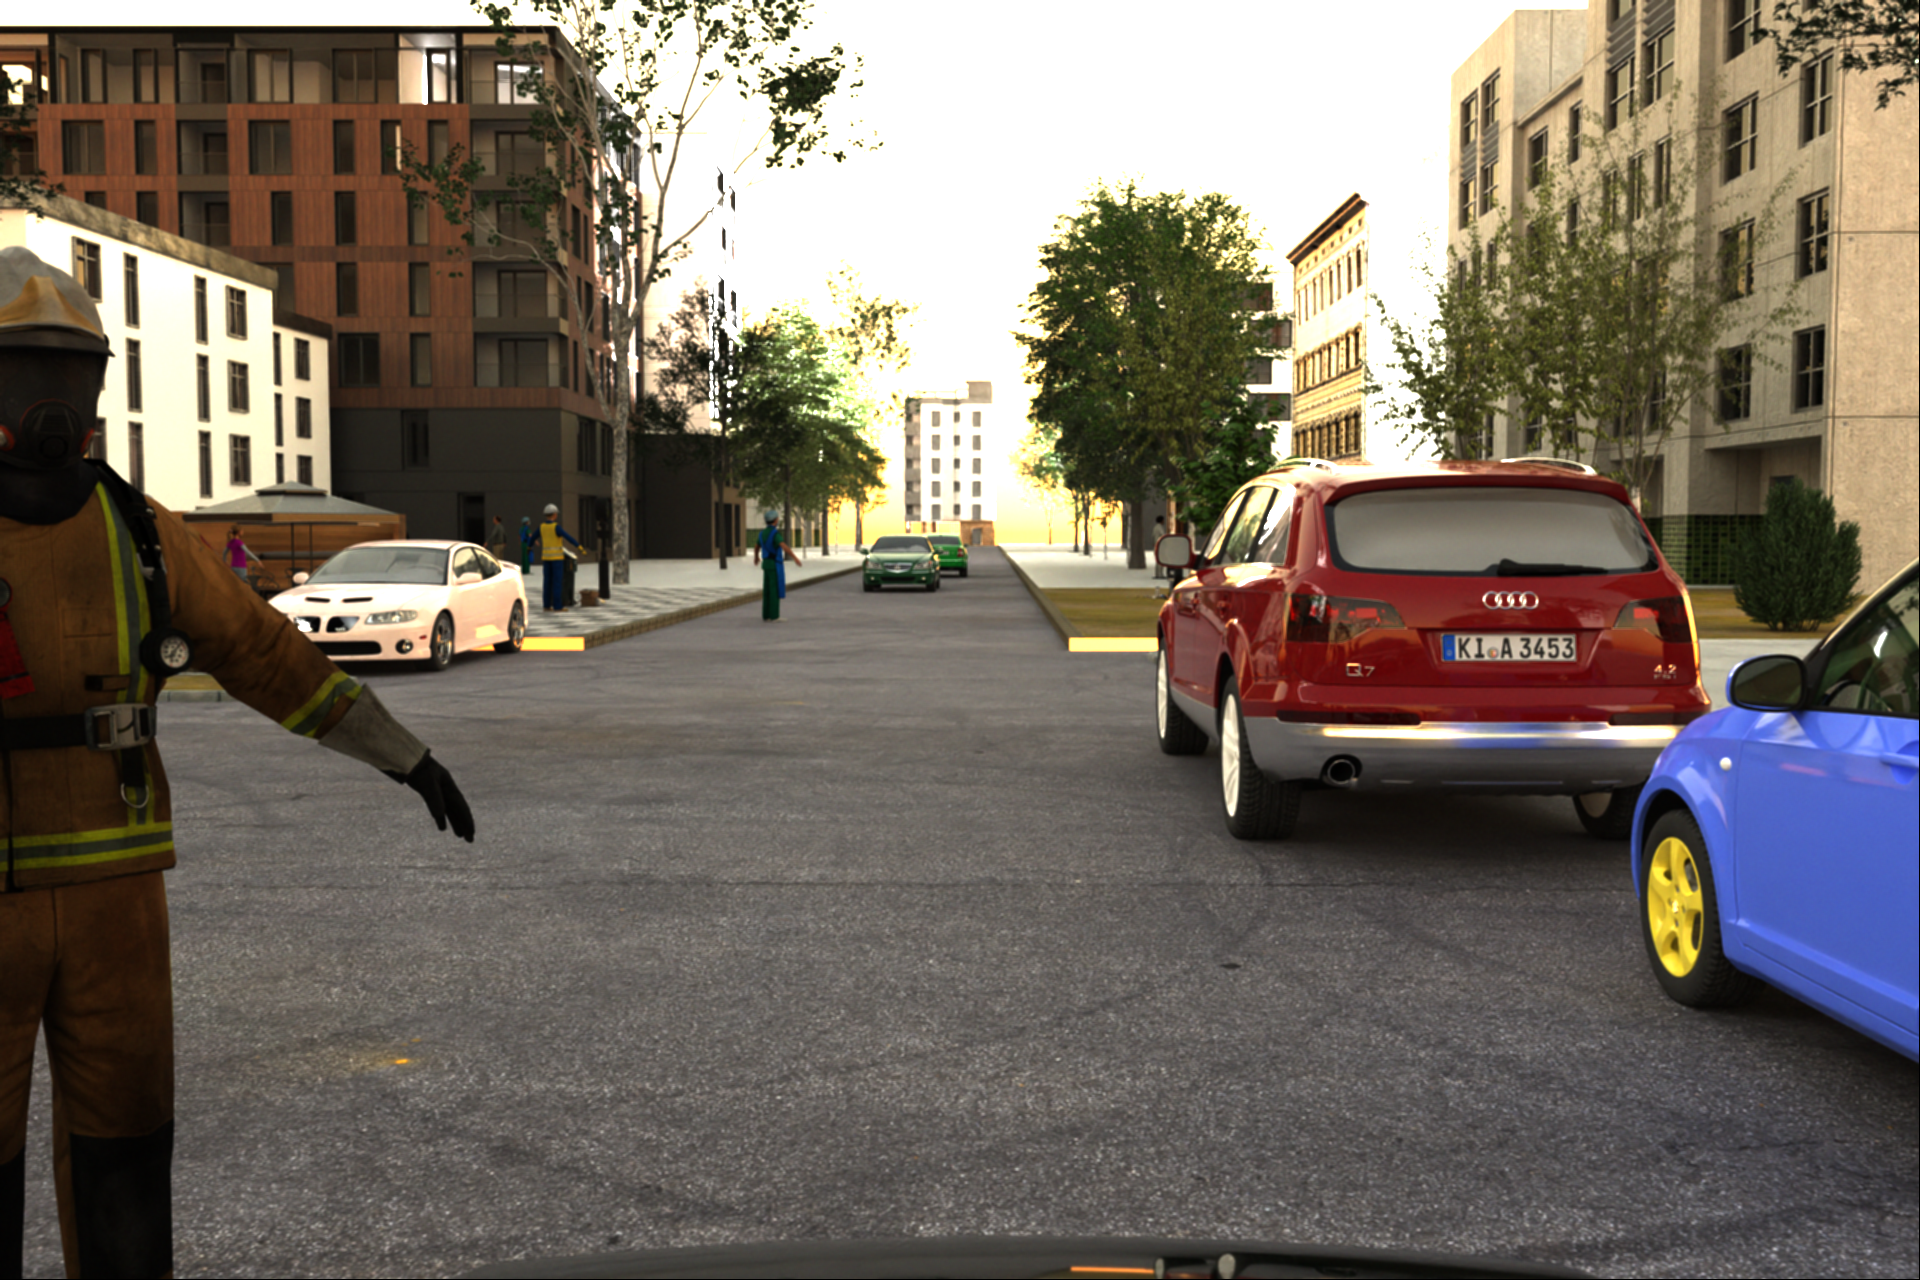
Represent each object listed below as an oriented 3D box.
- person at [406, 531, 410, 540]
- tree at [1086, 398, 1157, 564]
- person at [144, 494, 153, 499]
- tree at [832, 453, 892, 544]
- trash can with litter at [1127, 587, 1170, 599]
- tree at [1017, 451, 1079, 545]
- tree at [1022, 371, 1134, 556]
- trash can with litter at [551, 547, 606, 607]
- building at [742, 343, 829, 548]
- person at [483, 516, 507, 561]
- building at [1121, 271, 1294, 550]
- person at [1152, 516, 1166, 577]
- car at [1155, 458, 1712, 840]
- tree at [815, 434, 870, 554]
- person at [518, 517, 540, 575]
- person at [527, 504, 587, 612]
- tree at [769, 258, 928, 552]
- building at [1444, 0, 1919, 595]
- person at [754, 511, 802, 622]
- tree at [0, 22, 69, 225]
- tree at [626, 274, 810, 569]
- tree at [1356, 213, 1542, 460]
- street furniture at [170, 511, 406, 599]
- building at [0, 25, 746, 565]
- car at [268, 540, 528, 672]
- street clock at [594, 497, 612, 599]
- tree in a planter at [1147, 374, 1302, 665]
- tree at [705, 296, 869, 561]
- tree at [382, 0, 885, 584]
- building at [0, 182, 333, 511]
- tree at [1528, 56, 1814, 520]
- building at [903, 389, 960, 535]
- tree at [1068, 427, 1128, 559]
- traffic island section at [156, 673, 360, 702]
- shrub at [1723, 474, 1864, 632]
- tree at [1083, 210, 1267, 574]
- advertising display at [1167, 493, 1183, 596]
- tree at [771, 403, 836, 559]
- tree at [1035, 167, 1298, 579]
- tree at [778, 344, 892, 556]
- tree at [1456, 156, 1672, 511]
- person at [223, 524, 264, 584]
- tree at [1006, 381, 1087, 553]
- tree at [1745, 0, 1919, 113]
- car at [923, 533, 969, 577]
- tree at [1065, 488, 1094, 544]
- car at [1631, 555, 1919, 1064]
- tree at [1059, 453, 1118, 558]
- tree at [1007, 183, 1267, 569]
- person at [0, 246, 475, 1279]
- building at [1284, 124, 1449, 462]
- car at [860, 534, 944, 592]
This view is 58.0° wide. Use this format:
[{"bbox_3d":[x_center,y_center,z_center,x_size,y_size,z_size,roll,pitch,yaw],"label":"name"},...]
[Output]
[{"bbox_3d":[-17.962,-3.026,55.407,0.705,1.837,1.347,1,4,17],"label":"person"},{"bbox_3d":[7.134,-7.505,73.064,4.737,8.622,4.395,0,3,0],"label":"tree"},{"bbox_3d":[-11.417,-1.127,24.279,0.705,1.847,1.347,0,4,7],"label":"person"},{"bbox_3d":[-12.331,-17.610,213.678,9.928,11.665,9.643,0,3,0],"label":"tree"},{"bbox_3d":[4.196,-1.407,34.066,1.678,1.210,2.233,0,4,0],"label":"trash can with litter"},{"bbox_3d":[10.903,-17.472,211.415,9.928,11.665,9.643,0,3,0],"label":"tree"},{"bbox_3d":[7.579,-10.893,103.862,9.928,11.665,9.643,0,3,0],"label":"tree"},{"bbox_3d":[-6.832,-1.183,30.721,1.055,1.170,0.624,0,4,2],"label":"trash can with litter"},{"bbox_3d":[-23.161,-18.756,173.118,16.747,18.905,31.486,0,4,2],"label":"building"},{"bbox_3d":[-13.117,-2.618,49.080,0.705,1.796,1.348,1,4,10],"label":"person"},{"bbox_3d":[27.899,-18.784,151.087,27.936,21.610,32.646,0,4,1],"label":"building"},{"bbox_3d":[5.779,-2.666,49.781,0.705,1.806,1.347,-1,4,-16],"label":"person"},{"bbox_3d":[2.293,-0.060,9.654,2.281,1.827,5.304,0,4,1],"label":"car"},{"bbox_3d":[-8.047,-9.848,111.385,4.360,8.622,3.978,0,3,0],"label":"tree"},{"bbox_3d":[-13.609,-2.957,54.470,0.704,1.817,1.347,-3,4,-39],"label":"person"},{"bbox_3d":[-6.700,-1.359,28.691,1.216,1.772,0.721,2,4,26],"label":"person"},{"bbox_3d":[-8.290,-16.271,121.912,12.611,20.169,13.585,0,3,0],"label":"tree"},{"bbox_3d":[26.833,-11.301,51.225,16.747,18.905,31.486,0,4,1],"label":"building"},{"bbox_3d":[-3.046,-1.209,28.346,0.704,1.817,1.347,-3,4,-38],"label":"person"},{"bbox_3d":[-12.619,-5.006,16.263,8.767,10.594,7.601,0,4,-7],"label":"tree"},{"bbox_3d":[-8.979,-7.873,63.142,7.601,10.594,8.767,-3,4,-38],"label":"tree"},{"bbox_3d":[11.226,-5.427,39.093,4.737,8.622,4.395,0,3,0],"label":"tree"},{"bbox_3d":[-15.685,-1.887,37.702,11.010,1.723,9.812,-1,4,-13],"label":"street furniture"},{"bbox_3d":[-26.667,-14.819,86.271,27.936,21.610,32.646,0,3,0],"label":"building"},{"bbox_3d":[-6.276,-0.441,19.580,2.083,1.381,4.827,0,4,1],"label":"car"},{"bbox_3d":[-7.019,-1.807,34.109,0.358,2.002,0.471,0,4,0],"label":"street clock"},{"bbox_3d":[3.134,-1.356,19.389,1.991,3.239,1.994,0,3,0],"label":"tree in a planter"},{"bbox_3d":[-8.192,-10.055,82.528,7.486,12.596,7.792,0,3,0],"label":"tree"},{"bbox_3d":[-8.337,-11.575,45.148,12.611,20.169,13.585,0,3,0],"label":"tree"},{"bbox_3d":[-26.336,-6.941,55.633,9.099,9.664,28.070,0,4,2],"label":"building"},{"bbox_3d":[10.623,-4.730,27.706,4.360,8.622,3.978,0,3,0],"label":"tree"},{"bbox_3d":[-6.759,-21.945,217.674,11.380,20.090,16.016,0,4,5],"label":"building"},{"bbox_3d":[7.457,-8.422,88.066,4.360,8.622,3.978,0,3,0],"label":"tree"},{"bbox_3d":[-6.642,0.432,15.802,1.991,0.108,1.994,0,4,1],"label":"traffic island section"},{"bbox_3d":[11.028,-1.155,22.923,1.661,2.075,1.752,0,3,0],"label":"shrub"},{"bbox_3d":[4.984,-5.396,38.593,4.737,8.622,4.395,0,3,0],"label":"tree"},{"bbox_3d":[3.147,-1.231,25.334,0.123,1.923,0.974,0,4,1],"label":"advertising display"},{"bbox_3d":[-8.185,-8.561,90.340,4.737,8.622,4.395,0,3,0],"label":"tree"},{"bbox_3d":[6.006,-7.559,49.353,9.928,11.665,9.643,0,3,0],"label":"tree"},{"bbox_3d":[-7.929,-11.289,102.705,7.486,12.596,7.792,0,3,0],"label":"tree"},{"bbox_3d":[11.839,-5.100,33.746,4.737,8.622,4.395,0,3,0],"label":"tree"},{"bbox_3d":[-10.959,-1.050,26.436,0.991,1.433,0.599,2,4,34],"label":"person"},{"bbox_3d":[8.249,-12.865,120.719,12.009,13.543,11.850,0,3,0],"label":"tree"},{"bbox_3d":[8.924,-4.657,10.560,7.601,10.594,8.767,-2,4,-25],"label":"tree"},{"bbox_3d":[-0.647,-3.062,58.862,1.959,1.807,4.718,0,4,0],"label":"car"},{"bbox_3d":[15.284,-16.394,218.396,4.737,8.622,4.395,0,3,0],"label":"tree"},{"bbox_3d":[2.985,0.332,4.159,1.945,1.707,3.694,0,4,1],"label":"car"},{"bbox_3d":[7.267,-8.836,94.832,4.737,8.622,4.395,0,3,0],"label":"tree"},{"bbox_3d":[6.607,-9.586,63.391,9.857,13.997,8.962,0,3,0],"label":"tree"},{"bbox_3d":[-1.390,0.343,2.612,0.705,1.858,1.354,3,5,44],"label":"person"},{"bbox_3d":[27.226,-15.546,85.112,19.493,23.208,18.063,0,4,1],"label":"building"},{"bbox_3d":[-1.468,-1.999,44.483,2.131,1.459,4.920,0,4,1],"label":"car"}]
